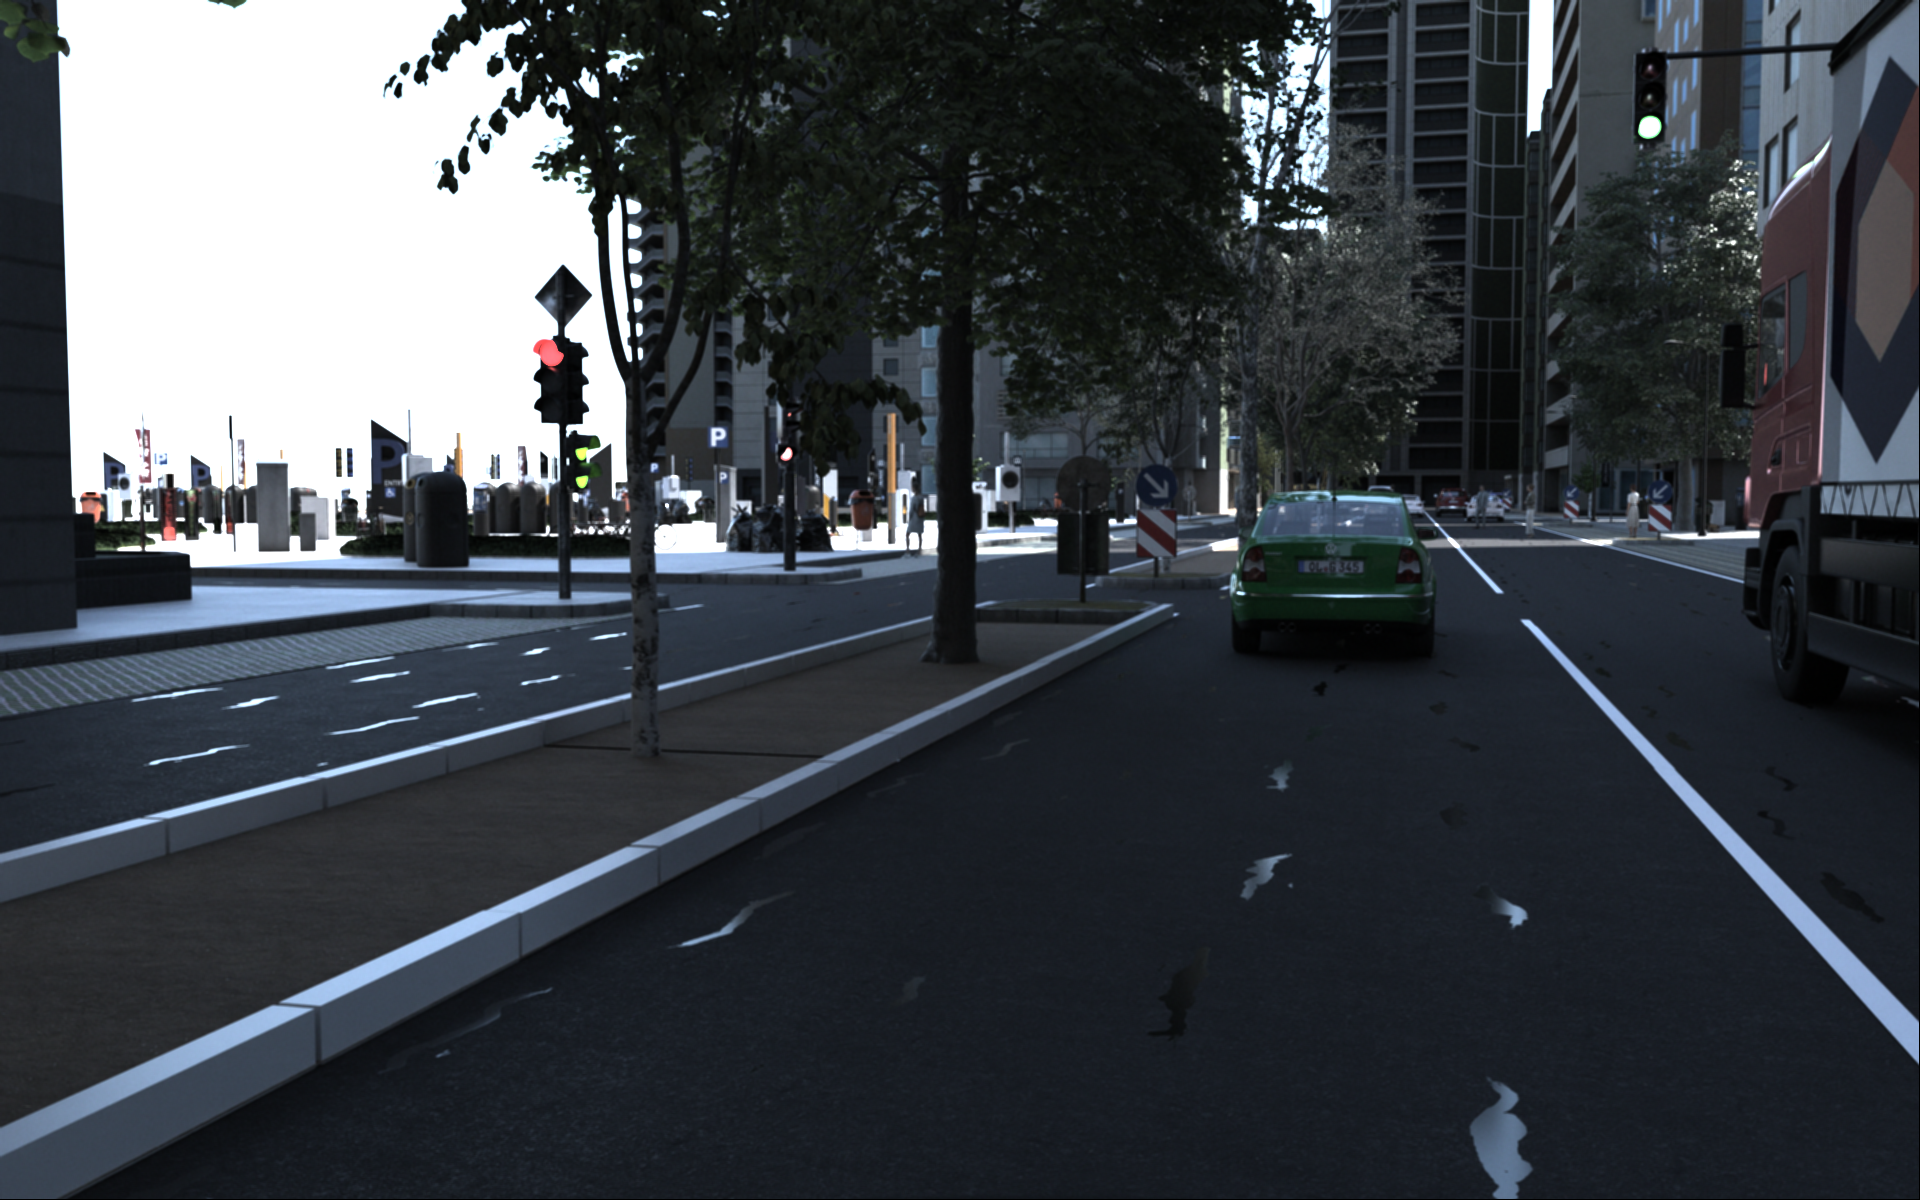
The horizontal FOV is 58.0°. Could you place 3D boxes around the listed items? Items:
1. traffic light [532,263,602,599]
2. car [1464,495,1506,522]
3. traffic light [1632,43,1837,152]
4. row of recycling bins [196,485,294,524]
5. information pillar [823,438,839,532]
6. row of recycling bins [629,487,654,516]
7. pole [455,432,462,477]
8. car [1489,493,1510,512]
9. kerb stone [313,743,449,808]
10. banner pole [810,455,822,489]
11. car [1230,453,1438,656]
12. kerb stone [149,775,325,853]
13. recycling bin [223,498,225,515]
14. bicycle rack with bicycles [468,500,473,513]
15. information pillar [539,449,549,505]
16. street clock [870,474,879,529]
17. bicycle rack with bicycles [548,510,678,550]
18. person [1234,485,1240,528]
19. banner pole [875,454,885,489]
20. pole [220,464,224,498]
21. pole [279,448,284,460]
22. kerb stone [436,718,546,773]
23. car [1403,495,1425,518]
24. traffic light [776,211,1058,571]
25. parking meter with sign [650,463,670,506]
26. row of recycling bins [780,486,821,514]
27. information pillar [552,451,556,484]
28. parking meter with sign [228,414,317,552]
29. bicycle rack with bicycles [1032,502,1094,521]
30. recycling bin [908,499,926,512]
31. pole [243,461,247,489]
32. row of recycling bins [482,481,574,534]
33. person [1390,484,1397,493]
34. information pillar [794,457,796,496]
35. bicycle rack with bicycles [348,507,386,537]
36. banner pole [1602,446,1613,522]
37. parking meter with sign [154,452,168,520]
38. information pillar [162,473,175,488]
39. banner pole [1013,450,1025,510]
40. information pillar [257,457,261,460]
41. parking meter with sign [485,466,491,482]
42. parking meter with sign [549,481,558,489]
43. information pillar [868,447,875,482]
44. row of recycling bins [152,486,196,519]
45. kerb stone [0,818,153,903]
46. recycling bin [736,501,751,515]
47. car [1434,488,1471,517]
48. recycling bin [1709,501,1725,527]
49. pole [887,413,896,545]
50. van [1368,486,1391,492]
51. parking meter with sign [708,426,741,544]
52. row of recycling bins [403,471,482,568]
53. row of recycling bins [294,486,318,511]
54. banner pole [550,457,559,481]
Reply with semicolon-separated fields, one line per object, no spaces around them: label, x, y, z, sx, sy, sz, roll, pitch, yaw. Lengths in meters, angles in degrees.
traffic light;-4.833;-1.971;21.141;0.839;4.253;0.868;1;4;14
car;27.378;-4.767;90.299;2.083;1.381;4.827;1;4;16
traffic light;9.207;-2.613;17.394;4.771;5.953;1.251;1;4;14
row of recycling bins;-30.904;-4.150;74.963;3.534;1.692;1.069;-1;4;-10
information pillar;-4.370;-4.110;58.560;0.504;3.616;0.183;-1;4;-20
row of recycling bins;-18.130;-5.563;98.066;1.069;1.692;3.534;2;4;28
pole;-16.364;-3.839;56.603;0.158;3.312;0.155;0;3;0
car;39.761;-7.258;128.259;1.945;1.707;3.694;1;4;14
kerb stone;-2.799;0.849;8.344;0.120;0.150;1.000;1;4;14
banner pole;-7.995;-6.440;95.309;0.863;3.779;0.401;1;4;15
car;3.660;-0.493;16.854;1.959;1.807;4.718;1;4;13
kerb stone;-3.061;0.908;7.351;0.120;0.150;1.000;1;4;14
recycling bin;-44.723;-5.705;105.827;0.722;1.027;0.722;3;5;42
bicycle rack with bicycles;-29.876;-5.473;102.862;2.852;0.926;2.925;2;4;30
information pillar;-21.610;-6.033;89.992;0.504;3.616;0.183;-2;4;-26
street clock;-3.106;-3.562;62.802;0.358;2.002;0.471;-1;4;-19
bicycle rack with bicycles;-7.877;-1.582;39.240;2.925;0.926;2.852;-1;4;-14
person;11.907;-3.970;73.595;0.526;1.800;0.537;2;4;35
banner pole;-5.010;-7.114;106.336;0.863;3.779;0.401;1;4;17
pole;-50.429;-7.613;118.323;0.158;3.312;0.155;0;3;0
pole;-30.245;-5.105;77.310;0.158;3.312;0.155;0;3;0
kerb stone;-2.541;0.788;9.334;0.120;0.150;1.000;1;4;14
car;27.222;-5.688;105.358;2.083;1.381;4.827;1;4;14
traffic light;-0.785;-3.285;28.382;4.771;5.953;1.251;1;4;14
parking meter with sign;-16.641;-6.119;96.311;0.543;3.016;1.738;-2;4;-35
row of recycling bins;-7.808;-4.763;84.987;1.069;1.692;3.534;-2;4;-29
information pillar;-22.321;-6.357;95.288;0.183;3.616;0.504;-2;4;-31
parking meter with sign;-15.172;-2.570;38.277;1.738;3.016;0.543;-1;4;-18
bicycle rack with bicycles;5.052;-4.296;83.617;2.925;0.926;2.852;0;4;8
recycling bin;-2.246;-4.802;91.068;0.722;1.027;0.722;2;4;27
pole;-44.366;-6.951;107.489;0.158;3.312;0.155;0;3;0
row of recycling bins;-14.154;-2.995;56.087;3.534;1.692;1.069;1;4;14
person;18.471;-4.032;74.207;0.659;1.850;0.755;-1;4;-9
information pillar;-7.887;-5.570;82.416;0.183;3.616;0.504;0;4;-2
bicycle rack with bicycles;-15.386;-2.055;46.984;2.852;0.926;2.925;0;4;-3
banner pole;29.377;-5.412;78.497;0.863;3.779;0.401;-2;4;-26
parking meter with sign;-32.911;-4.597;71.423;0.543;3.016;1.738;-2;4;-25
information pillar;-27.163;-3.364;59.489;0.304;2.012;0.304;-3;5;-42
banner pole;3.443;-6.669;99.059;0.863;3.779;0.401;0;4;-2
information pillar;-43.861;-7.176;108.682;0.504;3.616;0.183;2;4;26
parking meter with sign;-29.788;-6.909;109.231;0.543;3.016;1.738;-2;4;-26
parking meter with sign;-22.949;-6.229;98.101;1.738;3.016;0.543;2;4;30
information pillar;-4.396;-5.799;86.174;0.183;3.616;0.504;2;4;33
row of recycling bins;-41.016;-5.185;91.879;1.069;1.692;3.534;3;5;43
kerb stone;-3.316;0.969;6.360;0.120;0.150;1.000;1;4;14
recycling bin;-8.489;-3.306;66.604;0.722;1.027;0.722;-2;4;-30
car;30.981;-6.132;108.935;2.281;1.827;5.304;1;4;15
recycling bin;29.247;-3.349;67.307;0.722;1.027;0.722;1;4;8
pole;-1.731;-3.058;43.837;0.158;3.312;0.155;0;3;0
van;22.199;-5.161;91.389;2.013;2.044;4.112;1;4;14
parking meter with sign;-6.135;-3.014;45.547;0.543;3.016;1.738;0;4;6
row of recycling bins;-9.595;-1.509;31.783;1.069;1.692;3.534;-1;4;-22
row of recycling bins;-38.666;-5.780;101.622;1.069;1.692;3.534;0;3;0
banner pole;-24.105;-6.954;103.710;0.863;3.779;0.401;0;4;-3
